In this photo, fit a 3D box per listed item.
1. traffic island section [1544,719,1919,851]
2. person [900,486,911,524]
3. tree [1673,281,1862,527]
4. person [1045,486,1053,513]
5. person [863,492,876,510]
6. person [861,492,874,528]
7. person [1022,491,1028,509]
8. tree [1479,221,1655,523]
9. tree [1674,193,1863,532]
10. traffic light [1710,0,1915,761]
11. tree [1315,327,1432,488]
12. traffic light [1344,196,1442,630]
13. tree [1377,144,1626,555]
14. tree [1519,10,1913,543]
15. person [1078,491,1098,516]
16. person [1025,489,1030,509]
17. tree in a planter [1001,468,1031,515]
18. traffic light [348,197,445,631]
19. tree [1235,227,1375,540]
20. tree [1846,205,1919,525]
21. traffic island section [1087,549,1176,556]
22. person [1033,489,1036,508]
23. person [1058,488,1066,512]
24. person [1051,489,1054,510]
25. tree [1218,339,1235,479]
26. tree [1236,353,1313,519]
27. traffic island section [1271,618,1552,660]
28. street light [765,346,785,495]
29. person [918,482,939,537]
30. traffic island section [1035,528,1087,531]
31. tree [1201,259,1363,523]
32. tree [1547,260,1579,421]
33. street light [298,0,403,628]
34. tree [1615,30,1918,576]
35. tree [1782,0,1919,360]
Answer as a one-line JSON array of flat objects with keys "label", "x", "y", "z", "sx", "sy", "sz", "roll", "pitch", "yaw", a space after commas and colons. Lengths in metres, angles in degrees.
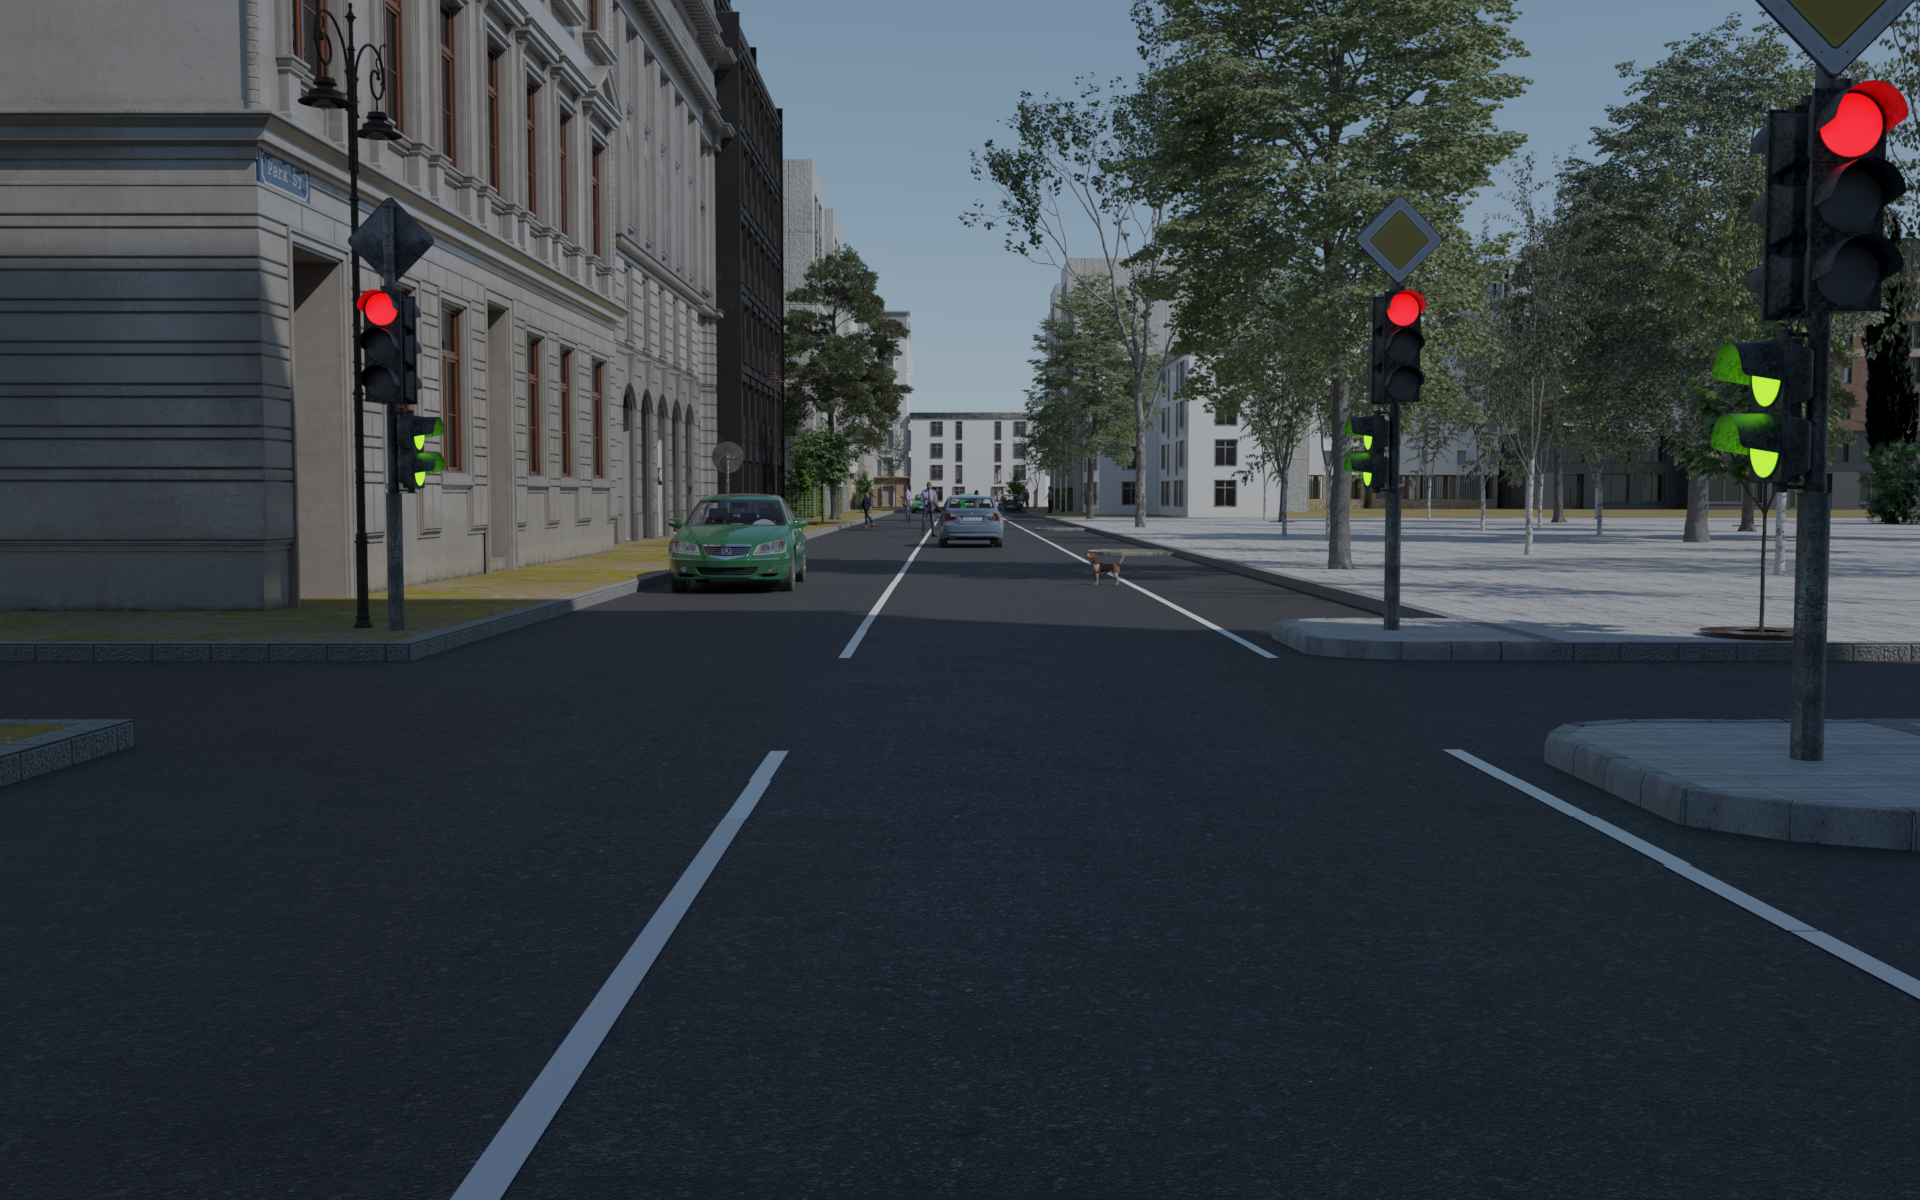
[{"label": "traffic island section", "x": 4.123, "y": 0.850, "z": 8.392, "sx": 2.009, "sy": 0.180, "sz": 2.903, "roll": 0, "pitch": 4, "yaw": 0}, {"label": "person", "x": -2.680, "y": -4.623, "z": 83.958, "sx": 0.599, "sy": 1.838, "sz": 0.709, "roll": 1, "pitch": 4, "yaw": 11}, {"label": "tree", "x": 31.216, "y": -8.717, "z": 68.276, "sx": 9.928, "sy": 11.665, "sz": 9.643, "roll": 0, "pitch": 3, "yaw": 0}, {"label": "person", "x": 5.931, "y": -6.674, "z": 115.156, "sx": 0.705, "sy": 1.826, "sz": 1.348, "roll": -1, "pitch": 4, "yaw": -14}, {"label": "person", "x": -7.383, "y": -8.215, "z": 140.445, "sx": 1.348, "sy": 1.812, "sz": 0.705, "roll": -3, "pitch": 5, "yaw": -45}, {"label": "person", "x": -3.942, "y": -3.835, "z": 73.751, "sx": 0.480, "sy": 1.512, "sz": 0.613, "roll": 2, "pitch": 4, "yaw": 35}, {"label": "person", "x": 5.516, "y": -8.524, "z": 145.946, "sx": 0.750, "sy": 1.759, "sz": 0.617, "roll": 1, "pitch": 4, "yaw": 19}, {"label": "tree", "x": 27.043, "y": -10.430, "z": 77.948, "sx": 7.806, "sy": 13.903, "sz": 7.818, "roll": 0, "pitch": 3, "yaw": 0}, {"label": "tree", "x": 26.933, "y": -8.370, "z": 58.909, "sx": 6.751, "sy": 12.117, "sz": 7.091, "roll": 0, "pitch": 3, "yaw": 0}, {"label": "traffic light", "x": 4.083, "y": -1.164, "z": 8.279, "sx": 0.839, "sy": 4.213, "sz": 0.868, "roll": 0, "pitch": 4, "yaw": 0}, {"label": "tree", "x": 17.057, "y": -7.233, "z": 68.618, "sx": 4.737, "sy": 8.622, "sz": 4.395, "roll": 0, "pitch": 3, "yaw": 0}, {"label": "traffic light", "x": 4.062, "y": -1.653, "z": 16.264, "sx": 0.839, "sy": 4.213, "sz": 0.868, "roll": 0, "pitch": 4, "yaw": 0}, {"label": "tree", "x": 11.922, "y": -5.279, "z": 36.670, "sx": 4.360, "sy": 8.622, "sz": 3.978, "roll": 0, "pitch": 3, "yaw": 0}, {"label": "tree", "x": 19.537, "y": -8.506, "z": 45.736, "sx": 9.857, "sy": 13.997, "sz": 8.962, "roll": 0, "pitch": 3, "yaw": 0}, {"label": "person", "x": 7.595, "y": -5.851, "z": 102.387, "sx": 1.217, "sy": 1.739, "sz": 0.721, "roll": 0, "pitch": 4, "yaw": -6}, {"label": "person", "x": 5.866, "y": -8.965, "z": 153.166, "sx": 0.434, "sy": 1.755, "sz": 0.990, "roll": 2, "pitch": 4, "yaw": 34}, {"label": "tree in a planter", "x": 3.829, "y": -7.459, "z": 119.168, "sx": 1.991, "sy": 3.239, "sz": 1.994, "roll": 0, "pitch": 4, "yaw": 0}, {"label": "traffic light", "x": -5.299, "y": -1.650, "z": 16.224, "sx": 0.839, "sy": 4.213, "sz": 0.868, "roll": 0, "pitch": 4, "yaw": 0}, {"label": "tree", "x": 10.250, "y": -5.937, "z": 47.440, "sx": 4.360, "sy": 8.622, "sz": 3.978, "roll": 0, "pitch": 3, "yaw": 0}, {"label": "tree", "x": 47.284, "y": -10.627, "z": 75.575, "sx": 18.604, "sy": 14.587, "sz": 13.155, "roll": 0, "pitch": 4, "yaw": -5}, {"label": "traffic island section", "x": 4.033, "y": -1.120, "z": 41.176, "sx": 1.991, "sy": 0.108, "sz": 1.994, "roll": 0, "pitch": 4, "yaw": 0}, {"label": "person", "x": 6.948, "y": -9.311, "z": 158.944, "sx": 0.621, "sy": 1.740, "sz": 0.551, "roll": -3, "pitch": 4, "yaw": -36}, {"label": "person", "x": 7.338, "y": -7.199, "z": 124.459, "sx": 0.721, "sy": 1.743, "sz": 1.217, "roll": -1, "pitch": 4, "yaw": -20}, {"label": "person", "x": 7.377, "y": -8.170, "z": 140.422, "sx": 0.445, "sy": 1.727, "sz": 0.742, "roll": 1, "pitch": 4, "yaw": 18}, {"label": "tree", "x": 9.847, "y": -6.248, "z": 52.510, "sx": 4.360, "sy": 8.622, "sz": 3.978, "roll": 0, "pitch": 3, "yaw": 0}, {"label": "tree", "x": 15.718, "y": -8.407, "z": 87.813, "sx": 4.737, "sy": 8.622, "sz": 4.395, "roll": 0, "pitch": 3, "yaw": 0}, {"label": "traffic island section", "x": 4.102, "y": 0.361, "z": 16.377, "sx": 2.009, "sy": 0.180, "sz": 2.903, "roll": 0, "pitch": 4, "yaw": 0}, {"label": "street light", "x": -5.779, "y": -4.981, "z": 54.222, "sx": 0.468, "sy": 5.910, "sz": 1.993, "roll": 0, "pitch": 4, "yaw": 0}, {"label": "person", "x": -1.033, "y": -3.023, "z": 57.793, "sx": 0.709, "sy": 1.838, "sz": 0.599, "roll": -1, "pitch": 4, "yaw": -10}, {"label": "traffic island section", "x": 3.965, "y": -2.790, "z": 68.479, "sx": 1.991, "sy": 0.108, "sz": 1.994, "roll": 0, "pitch": 4, "yaw": 0}, {"label": "tree", "x": 14.491, "y": -9.309, "z": 77.956, "sx": 9.928, "sy": 11.665, "sz": 9.643, "roll": 0, "pitch": 3, "yaw": 0}, {"label": "tree", "x": 19.967, "y": -6.308, "z": 53.497, "sx": 4.737, "sy": 8.622, "sz": 4.395, "roll": 0, "pitch": 3, "yaw": 0}, {"label": "street light", "x": -5.734, "y": -2.671, "z": 16.465, "sx": 0.468, "sy": 5.910, "sz": 1.993, "roll": 0, "pitch": 4, "yaw": 0}, {"label": "tree", "x": 12.884, "y": -4.706, "z": 27.311, "sx": 4.737, "sy": 8.622, "sz": 4.395, "roll": 0, "pitch": 3, "yaw": 0}, {"label": "tree", "x": 11.725, "y": -4.273, "z": 20.221, "sx": 4.360, "sy": 8.622, "sz": 3.978, "roll": 0, "pitch": 3, "yaw": 0}]
